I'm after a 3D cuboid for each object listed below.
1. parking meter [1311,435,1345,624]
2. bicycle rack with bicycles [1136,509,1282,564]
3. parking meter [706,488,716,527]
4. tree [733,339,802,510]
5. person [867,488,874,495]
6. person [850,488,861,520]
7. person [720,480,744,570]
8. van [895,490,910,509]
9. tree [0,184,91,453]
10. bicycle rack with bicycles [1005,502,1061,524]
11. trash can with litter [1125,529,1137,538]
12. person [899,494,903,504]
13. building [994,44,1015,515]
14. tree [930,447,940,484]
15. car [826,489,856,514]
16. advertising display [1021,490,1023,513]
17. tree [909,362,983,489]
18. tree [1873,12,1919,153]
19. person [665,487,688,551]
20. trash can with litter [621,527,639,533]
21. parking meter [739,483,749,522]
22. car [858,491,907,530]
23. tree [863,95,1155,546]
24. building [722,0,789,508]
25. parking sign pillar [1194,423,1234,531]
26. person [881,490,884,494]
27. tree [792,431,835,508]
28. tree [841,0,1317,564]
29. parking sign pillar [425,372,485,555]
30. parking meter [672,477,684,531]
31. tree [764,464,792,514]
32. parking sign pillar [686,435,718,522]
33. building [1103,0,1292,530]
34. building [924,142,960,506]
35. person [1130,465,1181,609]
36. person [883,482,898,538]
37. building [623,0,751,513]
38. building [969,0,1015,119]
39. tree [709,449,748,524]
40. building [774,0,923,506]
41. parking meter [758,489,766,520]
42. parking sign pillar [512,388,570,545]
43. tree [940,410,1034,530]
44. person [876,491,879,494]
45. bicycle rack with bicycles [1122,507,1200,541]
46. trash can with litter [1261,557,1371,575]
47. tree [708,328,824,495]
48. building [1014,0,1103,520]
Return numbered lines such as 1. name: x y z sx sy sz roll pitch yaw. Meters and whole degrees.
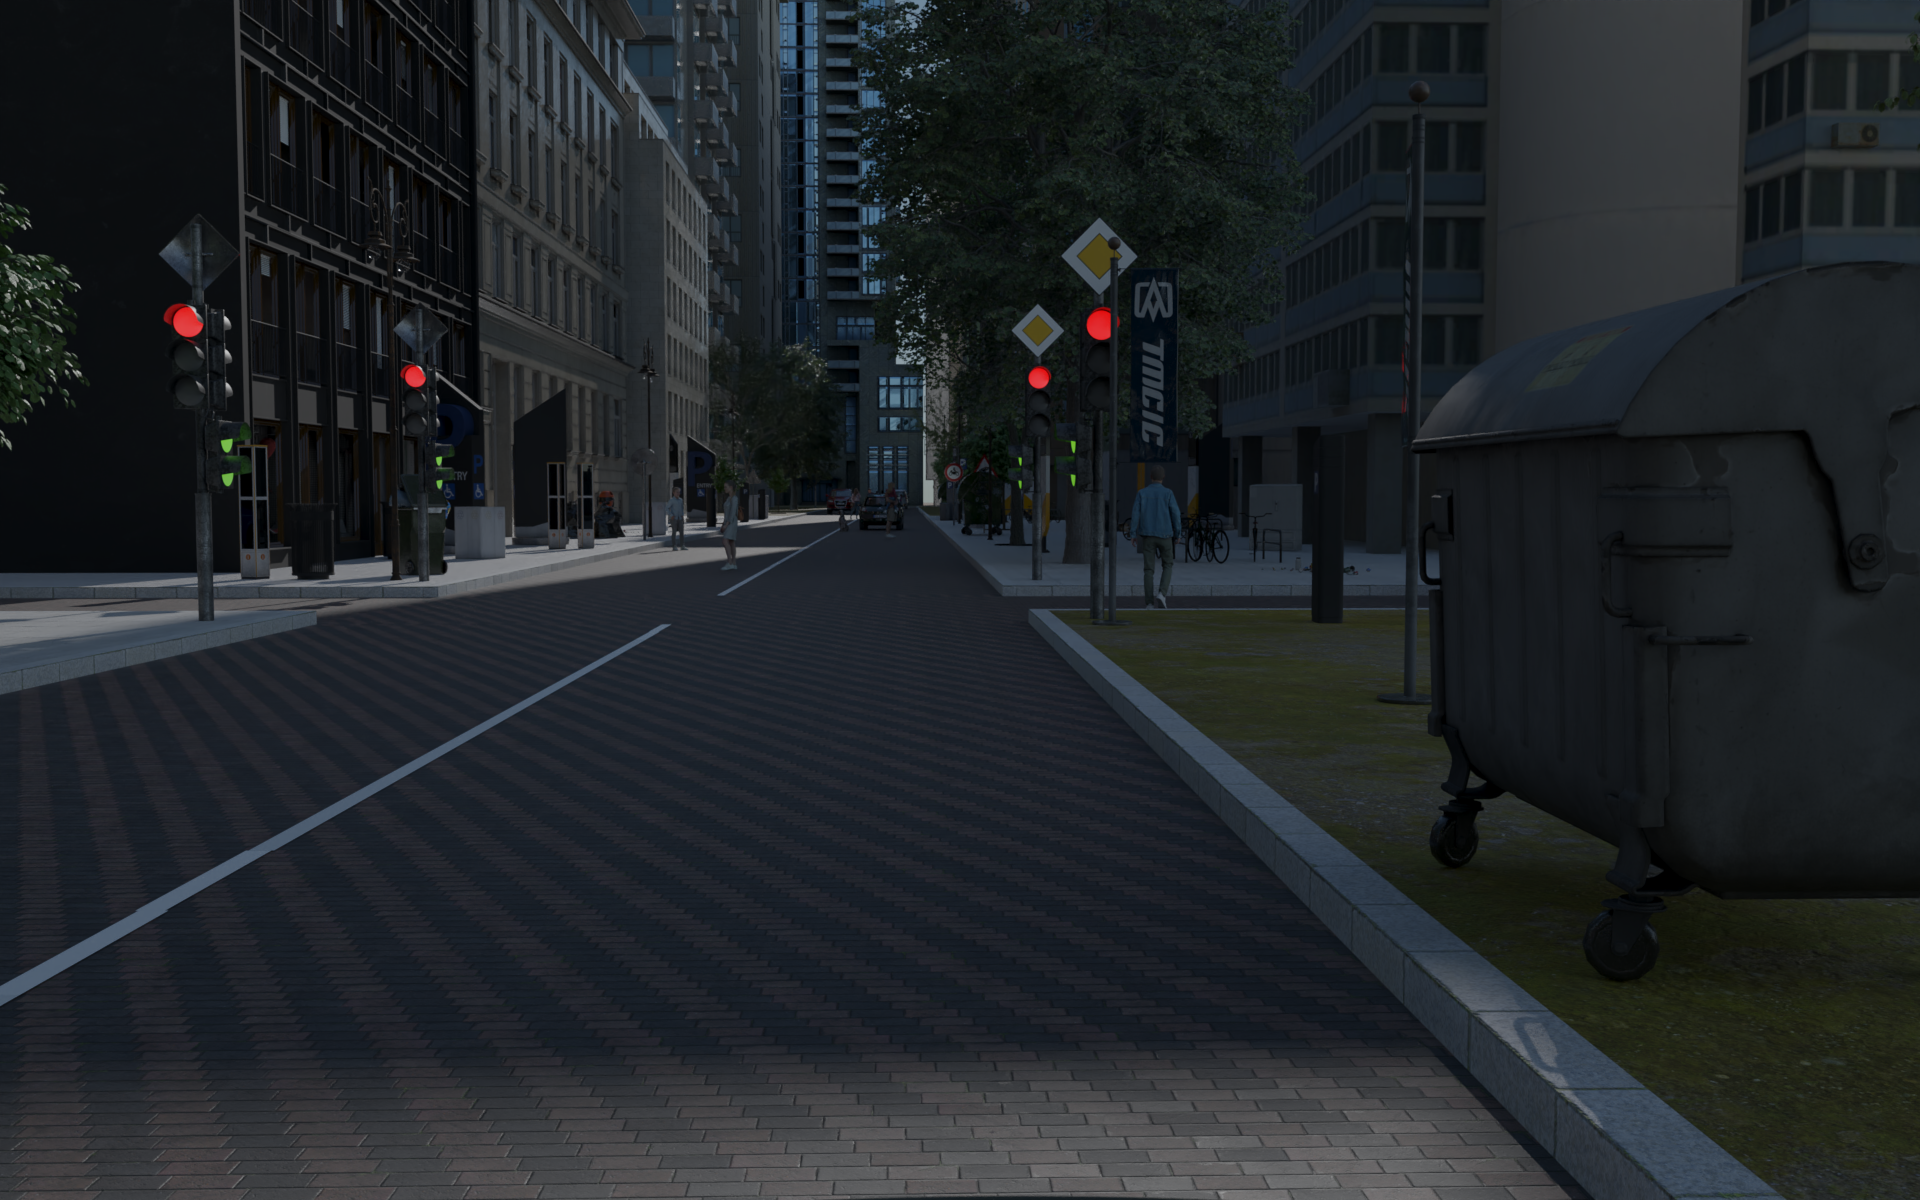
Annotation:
1. parking meter: 3.675 -0.708 17.292 0.255 1.863 0.399 0 4 1
2. bicycle rack with bicycles: 4.967 -1.201 33.014 2.852 0.926 2.925 0 4 1
3. parking meter: -9.681 -3.609 67.419 0.372 1.533 0.369 0 3 0
4. tree: -13.479 -14.214 139.056 9.857 13.997 8.962 0 3 0
5. person: -5.256 -5.713 102.364 0.683 1.767 0.568 1 4 17
6. person: -5.936 -5.415 97.626 0.593 1.750 0.643 -2 4 -29
7. person: -4.363 -1.434 32.948 0.522 1.701 0.512 -2 4 -24
8. van: -5.837 -9.722 165.969 2.013 2.044 4.112 0 4 -1
9. tree: -9.252 -1.891 14.632 4.285 4.588 4.351 0 3 0
10. bicycle rack with bicycles: 3.341 -3.862 76.530 2.925 0.926 2.852 -3 4 -38
11. trash can with litter: 5.282 -2.407 50.735 1.055 1.170 0.624 3 5 40
12. person: -5.413 -8.858 156.544 0.599 1.433 0.991 0 4 5
13. building: 8.947 -20.984 114.793 14.160 30.474 14.107 0 4 -2
14. tree: -0.206 -7.415 104.948 4.285 4.588 4.351 0 3 0
15. car: -8.593 -7.161 125.753 2.281 1.827 5.304 0 4 -2
16. advertising display: 1.957 -3.196 57.464 0.123 1.923 0.974 1 4 12
17. tree: -0.393 -8.866 95.320 4.737 8.622 4.395 0 3 0
18. tree: 10.107 -3.903 14.183 4.737 8.622 4.395 0 3 0
19. person: -7.204 -2.061 44.013 0.589 1.601 0.330 -3 5 -39
20. trash can with litter: -11.650 -2.873 58.028 1.678 1.210 2.233 -1 4 -13
21. parking meter: -9.784 -4.460 78.630 0.399 1.863 0.255 -2 4 -33
22. car: -3.161 -3.688 70.087 2.009 1.686 4.222 0 4 -1
23. tree: 1.465 -7.160 42.828 9.928 11.665 9.643 0 3 0
24. building: -30.181 -34.763 157.612 27.495 52.752 28.713 0 4 -2
25. parking sign pillar: 9.001 -4.455 61.305 1.447 3.967 1.447 2 4 29
26. person: -6.678 -8.578 149.428 1.217 1.739 0.721 0 4 3
27. tree: -13.407 -12.672 157.553 4.360 8.622 3.978 0 3 0
28. tree: 2.251 -7.635 31.482 9.857 13.997 8.962 0 3 0
29. parking sign pillar: -10.903 -2.987 37.312 1.447 3.967 1.447 1 4 23
30. parking meter: -9.714 -3.299 59.642 0.399 1.863 0.255 -1 4 -9
31. tree: -11.672 -7.202 112.351 1.663 3.219 1.824 0 3 0
32. parking sign pillar: -11.794 -5.537 79.010 1.447 3.967 1.447 0 4 1
33. building: 12.408 -18.169 68.763 14.160 30.474 14.107 0 4 -2
34. building: 3.084 -31.249 194.522 14.086 41.232 14.154 0 4 -2
35. person: 2.385 -0.750 21.105 0.601 1.785 0.444 1 4 14
36. person: -2.280 -2.984 57.265 0.573 1.828 0.580 -2 4 -28
37. building: -26.617 -30.269 114.513 23.786 49.044 30.456 0 4 -2
38. building: 7.524 -28.083 142.753 14.154 41.232 14.086 0 4 -2
39. tree: -10.109 -4.879 74.369 1.663 3.219 1.824 0 3 0
40. building: -19.825 -54.070 196.709 31.000 86.520 22.319 0 4 -2
41. parking meter: -9.951 -4.802 86.928 0.372 1.533 0.369 0 3 0
42. parking sign pillar: -10.660 -3.393 43.942 1.447 3.967 1.447 -1 4 -20
43. tree: 1.562 -4.775 61.792 4.285 4.588 4.351 0 3 0
44. person: -7.978 -9.676 167.364 0.551 1.740 0.621 3 4 37
45. bicycle rack with bicycles: 5.833 -2.121 48.064 2.925 0.926 2.852 -1 4 -22
46. trash can with litter: 5.952 -1.063 28.439 1.678 1.210 2.233 0 4 -2
47. tree: -11.699 -9.905 96.358 8.767 10.594 7.601 0 4 -2
48. building: 10.191 -26.927 90.361 14.600 45.320 14.200 0 4 -2
